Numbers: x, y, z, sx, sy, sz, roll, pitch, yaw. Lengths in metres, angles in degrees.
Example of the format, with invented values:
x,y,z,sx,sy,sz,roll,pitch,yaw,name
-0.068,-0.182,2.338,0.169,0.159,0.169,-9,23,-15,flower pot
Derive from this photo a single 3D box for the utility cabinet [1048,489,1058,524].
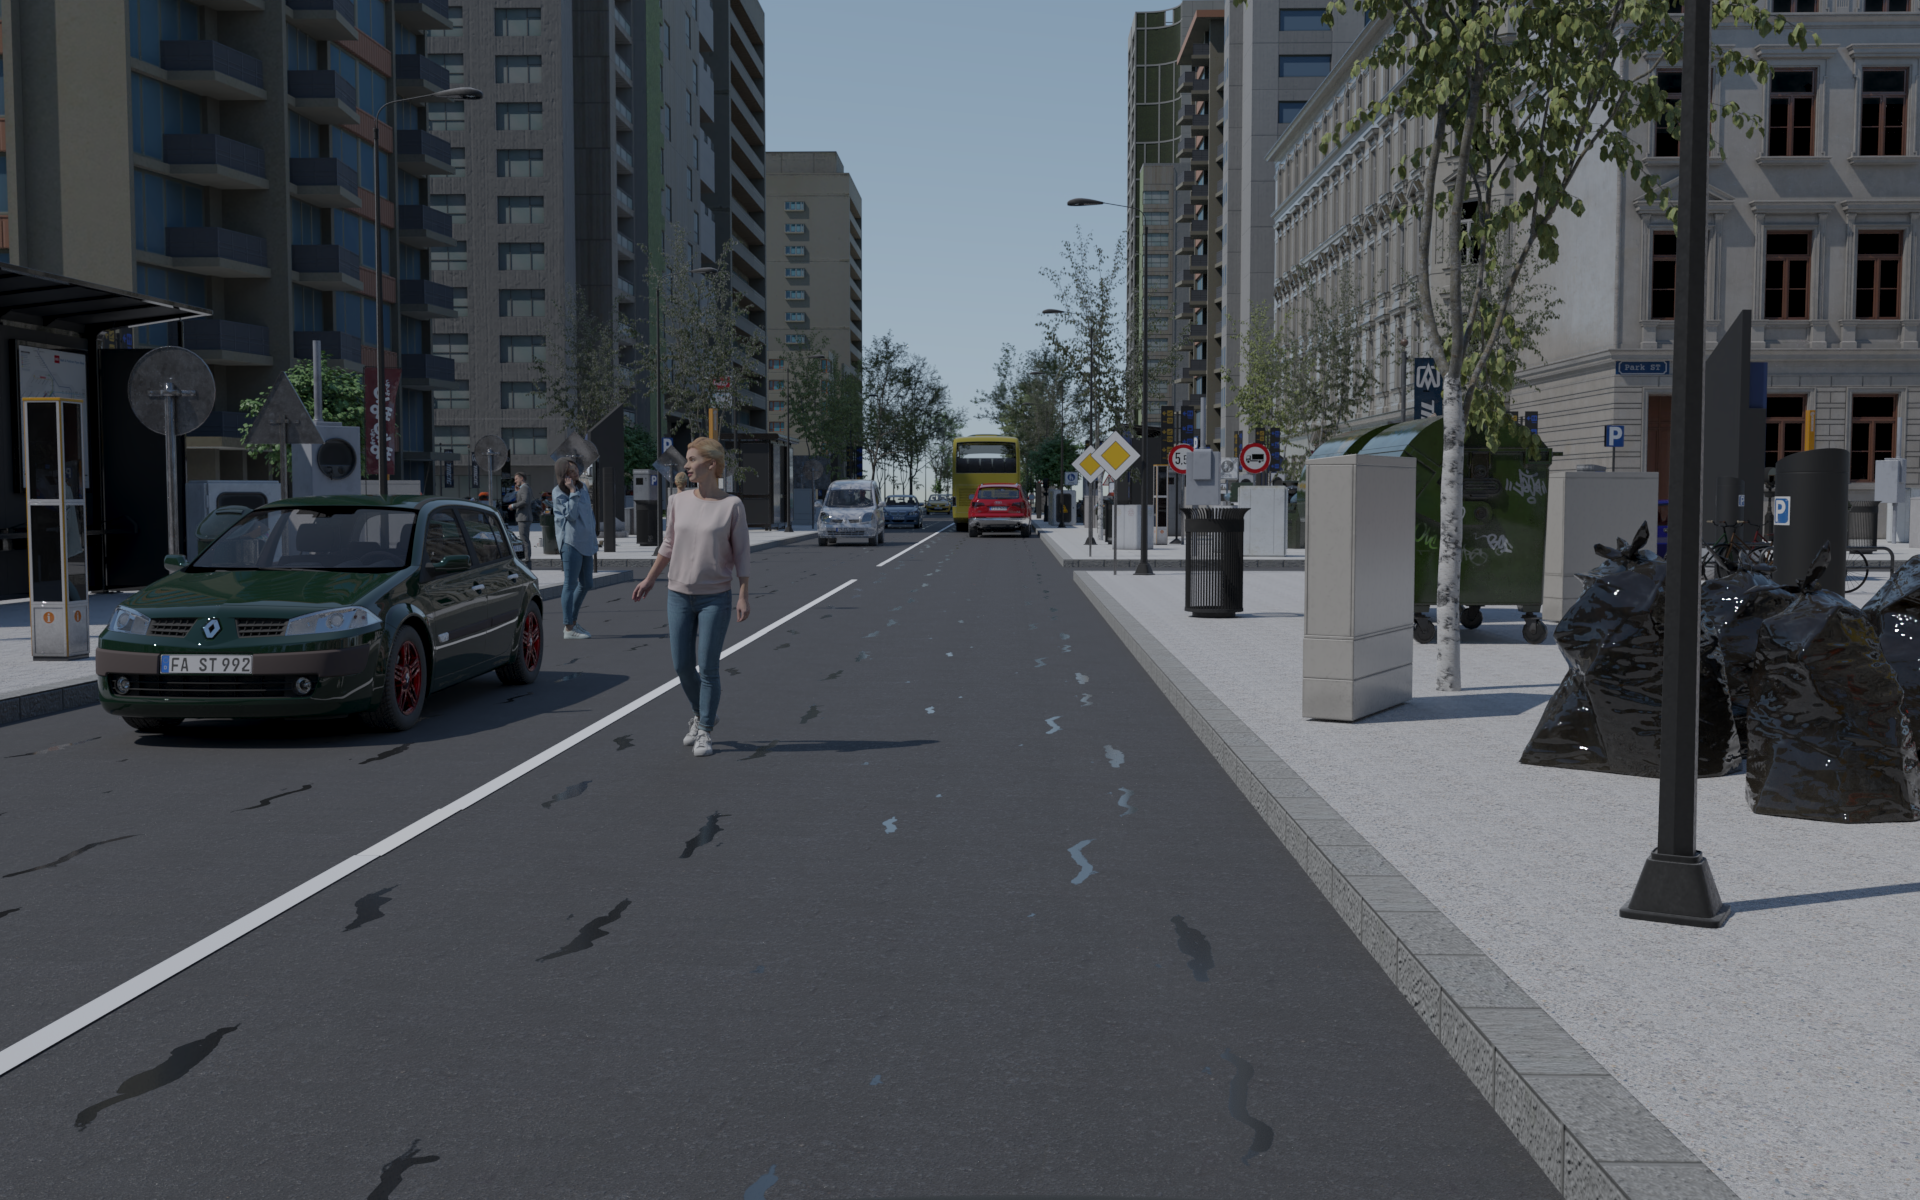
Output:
x,y,z,sx,sy,sz,roll,pitch,yaw,name
3.947,-3.921,72.788,0.318,1.500,1.173,1,4,11,utility cabinet

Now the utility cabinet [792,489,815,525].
x,y,z,sx,sy,sz,roll,pitch,yaw,name
-6.495,-3.805,70.887,1.173,1.500,0.318,2,4,34,utility cabinet

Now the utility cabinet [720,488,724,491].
x,y,z,sx,sy,sz,roll,pitch,yaw,name
-9.478,-3.578,67.184,1.173,1.500,0.318,1,4,13,utility cabinet

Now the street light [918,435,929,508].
x,y,z,sx,sy,sz,roll,pitch,yaw,name
-3.173,-9.889,134.221,1.470,5.913,1.316,0,4,1,street light

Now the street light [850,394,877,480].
x,y,z,sx,sy,sz,roll,pitch,yaw,name
-4.541,-6.615,80.693,1.470,5.913,1.316,0,4,1,street light

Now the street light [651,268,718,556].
x,y,z,sx,sy,sz,roll,pitch,yaw,name
-5.664,-3.862,35.692,1.470,5.913,1.316,0,4,1,street light

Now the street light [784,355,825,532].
x,y,z,sx,sy,sz,roll,pitch,yaw,name
-5.198,-5.220,57.890,1.470,5.913,1.316,0,4,1,street light

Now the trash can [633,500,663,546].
x,y,z,sx,sy,sz,roll,pitch,yaw,name
-7.665,-1.895,42.635,0.748,1.137,0.748,0,3,0,trash can

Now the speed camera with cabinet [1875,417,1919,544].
x,y,z,sx,sy,sz,roll,pitch,yaw,name
24.564,-3.119,45.325,0.660,3.252,2.038,3,5,45,speed camera with cabinet

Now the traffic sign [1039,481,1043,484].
x,y,z,sx,sy,sz,roll,pitch,yaw,name
4.734,-5.862,95.845,0.884,2.594,0.081,0,4,2,traffic sign

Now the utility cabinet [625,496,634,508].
x,y,z,sx,sy,sz,roll,pitch,yaw,name
-12.612,-3.433,67.298,1.020,1.237,0.306,-3,5,-40,utility cabinet

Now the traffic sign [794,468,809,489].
x,y,z,sx,sy,sz,roll,pitch,yaw,name
-7.715,-5.159,84.460,0.768,2.556,0.104,0,4,7,traffic sign

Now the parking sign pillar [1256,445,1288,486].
x,y,z,sx,sy,sz,roll,pitch,yaw,name
17.625,-6.787,99.437,1.447,3.967,1.447,-2,4,-30,parking sign pillar

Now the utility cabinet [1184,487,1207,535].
x,y,z,sx,sy,sz,roll,pitch,yaw,name
7.035,-2.742,53.509,1.173,1.500,0.318,1,4,13,utility cabinet

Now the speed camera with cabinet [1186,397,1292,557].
x,y,z,sx,sy,sz,roll,pitch,yaw,name
5.698,-2.523,35.587,2.038,3.252,0.660,1,4,13,speed camera with cabinet

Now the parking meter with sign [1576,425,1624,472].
x,y,z,sx,sy,sz,roll,pitch,yaw,name
16.335,-2.969,44.808,0.543,3.016,1.738,-1,4,-19,parking meter with sign

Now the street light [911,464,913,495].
x,y,z,sx,sy,sz,roll,pitch,yaw,name
-3.748,-8.531,112.026,1.470,5.913,1.316,0,4,1,street light

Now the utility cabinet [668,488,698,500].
x,y,z,sx,sy,sz,roll,pitch,yaw,name
-9.634,-3.177,60.624,1.173,1.500,0.318,0,4,0,utility cabinet

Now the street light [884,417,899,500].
x,y,z,sx,sy,sz,roll,pitch,yaw,name
-3.986,-8.062,104.348,1.470,5.913,1.316,0,4,1,street light

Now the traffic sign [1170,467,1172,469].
x,y,z,sx,sy,sz,roll,pitch,yaw,name
8.571,-4.138,67.763,0.768,2.556,0.104,1,4,11,traffic sign

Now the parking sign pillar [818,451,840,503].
x,y,z,sx,sy,sz,roll,pitch,yaw,name
-8.241,-7.375,109.055,1.447,3.967,1.447,-2,4,-34,parking sign pillar

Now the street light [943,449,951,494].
x,y,z,sx,sy,sz,roll,pitch,yaw,name
-1.977,-12.639,179.194,1.470,5.913,1.316,0,4,1,street light

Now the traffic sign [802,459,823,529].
x,y,z,sx,sy,sz,roll,pitch,yaw,name
-5.417,-3.893,63.755,0.768,2.556,0.104,0,4,2,traffic sign

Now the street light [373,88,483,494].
x,y,z,sx,sy,sz,roll,pitch,yaw,name
-6.147,-2.901,19.972,1.470,5.913,1.316,0,4,1,street light

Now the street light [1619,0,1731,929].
x,y,z,sx,sy,sz,roll,pitch,yaw,name
1.643,-1.993,5.131,1.470,5.913,1.316,0,4,1,street light

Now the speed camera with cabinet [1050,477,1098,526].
x,y,z,sx,sy,sz,roll,pitch,yaw,name
4.722,-4.667,70.639,2.038,3.252,0.660,-1,4,-10,speed camera with cabinet

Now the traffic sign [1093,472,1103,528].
x,y,z,sx,sy,sz,roll,pitch,yaw,name
5.042,-3.964,64.916,0.768,2.556,0.104,0,4,2,traffic sign

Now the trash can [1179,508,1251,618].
x,y,z,sx,sy,sz,roll,pitch,yaw,name
2.653,-0.393,18.071,0.748,1.137,0.748,0,3,0,trash can

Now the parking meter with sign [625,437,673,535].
x,y,z,sx,sy,sz,roll,pitch,yaw,name
-9.772,-3.525,53.889,1.738,3.016,0.543,2,4,30,parking meter with sign

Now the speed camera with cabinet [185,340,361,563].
x,y,z,sx,sy,sz,roll,pitch,yaw,name
-8.613,-1.679,21.780,0.660,3.252,2.038,3,5,42,speed camera with cabinet

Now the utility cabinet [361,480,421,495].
x,y,z,sx,sy,sz,roll,pitch,yaw,name
-9.366,-1.185,28.060,1.173,1.500,0.318,-2,4,-31,utility cabinet

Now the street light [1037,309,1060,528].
x,y,z,sx,sy,sz,roll,pitch,yaw,name
2.756,-4.344,43.570,1.470,5.913,1.316,0,4,1,street light

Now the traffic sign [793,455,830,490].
x,y,z,sx,sy,sz,roll,pitch,yaw,name
-7.897,-5.922,90.694,2.265,3.308,0.079,1,4,9,traffic sign

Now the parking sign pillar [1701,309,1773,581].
x,y,z,sx,sy,sz,roll,pitch,yaw,name
11.553,-2.297,26.032,1.447,3.967,1.447,0,4,-5,parking sign pillar

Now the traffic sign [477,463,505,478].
x,y,z,sx,sy,sz,roll,pitch,yaw,name
-10.622,-2.390,39.186,0.768,2.556,0.104,1,4,10,traffic sign

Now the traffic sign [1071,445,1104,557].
x,y,z,sx,sy,sz,roll,pitch,yaw,name
2.663,-1.940,35.358,0.795,2.450,0.064,0,4,1,traffic sign

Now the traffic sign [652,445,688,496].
x,y,z,sx,sy,sz,roll,pitch,yaw,name
-5.928,-1.955,35.602,0.795,2.450,0.064,0,4,1,traffic sign

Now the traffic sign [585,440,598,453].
x,y,z,sx,sy,sz,roll,pitch,yaw,name
-8.795,-2.463,40.370,0.768,2.556,0.104,1,4,11,traffic sign

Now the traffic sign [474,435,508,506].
x,y,z,sx,sy,sz,roll,pitch,yaw,name
-10.096,-2.272,37.257,0.768,2.556,0.104,1,4,11,traffic sign

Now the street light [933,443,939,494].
x,y,z,sx,sy,sz,roll,pitch,yaw,name
-2.568,-11.282,156.999,1.470,5.913,1.316,0,4,1,street light

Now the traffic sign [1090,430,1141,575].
x,y,z,sx,sy,sz,roll,pitch,yaw,name
2.454,-1.452,27.376,0.795,2.450,0.064,0,4,1,traffic sign

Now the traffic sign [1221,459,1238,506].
x,y,z,sx,sy,sz,roll,pitch,yaw,name
7.545,-2.864,48.950,0.606,2.300,0.079,0,4,2,traffic sign

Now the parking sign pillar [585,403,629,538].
x,y,z,sx,sy,sz,roll,pitch,yaw,name
-10.499,-3.821,50.942,1.447,3.967,1.447,3,4,36,parking sign pillar

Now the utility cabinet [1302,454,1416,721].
x,y,z,sx,sy,sz,roll,pitch,yaw,name
2.347,-0.092,10.177,0.318,1.500,1.173,2,4,30,utility cabinet

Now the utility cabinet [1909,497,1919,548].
x,y,z,sx,sy,sz,roll,pitch,yaw,name
22.761,-1.814,40.818,0.306,1.237,1.020,0,4,4,utility cabinet

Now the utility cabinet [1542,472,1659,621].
x,y,z,sx,sy,sz,roll,pitch,yaw,name
6.448,-0.537,17.458,1.173,1.500,0.318,-1,4,-21,utility cabinet

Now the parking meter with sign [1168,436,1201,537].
x,y,z,sx,sy,sz,roll,pitch,yaw,name
6.334,-3.426,52.279,1.738,3.016,0.543,0,4,-6,parking meter with sign

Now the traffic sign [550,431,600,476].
x,y,z,sx,sy,sz,roll,pitch,yaw,name
-6.137,-1.467,27.620,0.795,2.450,0.064,0,4,1,traffic sign

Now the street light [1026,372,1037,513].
x,y,z,sx,sy,sz,roll,pitch,yaw,name
3.337,-5.702,65.765,1.470,5.913,1.316,0,4,1,street light

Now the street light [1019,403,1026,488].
x,y,z,sx,sy,sz,roll,pitch,yaw,name
3.866,-7.064,88.042,1.470,5.913,1.316,0,4,1,street light

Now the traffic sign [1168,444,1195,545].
x,y,z,sx,sy,sz,roll,pitch,yaw,name
5.644,-2.674,43.822,0.768,2.556,0.104,0,4,7,traffic sign

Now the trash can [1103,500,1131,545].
x,y,z,sx,sy,sz,roll,pitch,yaw,name
3.986,-1.979,44.016,0.748,1.137,0.748,0,3,0,trash can

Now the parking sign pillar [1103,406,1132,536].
x,y,z,sx,sy,sz,roll,pitch,yaw,name
5.044,-3.994,53.767,1.447,3.967,1.447,1,4,9,parking sign pillar

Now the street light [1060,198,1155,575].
x,y,z,sx,sy,sz,roll,pitch,yaw,name
2.379,-3.351,27.322,1.470,5.913,1.316,0,4,1,street light

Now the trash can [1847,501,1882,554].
x,y,z,sx,sy,sz,roll,pitch,yaw,name
19.265,-1.550,37.001,0.748,1.137,0.748,0,3,0,trash can

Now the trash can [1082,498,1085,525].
x,y,z,sx,sy,sz,roll,pitch,yaw,name
5.197,-3.491,68.731,0.748,1.137,0.748,0,3,0,trash can

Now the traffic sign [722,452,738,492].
x,y,z,sx,sy,sz,roll,pitch,yaw,name
-6.990,-3.144,51.508,0.768,2.556,0.104,0,4,3,traffic sign

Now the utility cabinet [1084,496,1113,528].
x,y,z,sx,sy,sz,roll,pitch,yaw,name
5.231,-3.318,65.410,1.020,1.237,0.306,1,4,17,utility cabinet
